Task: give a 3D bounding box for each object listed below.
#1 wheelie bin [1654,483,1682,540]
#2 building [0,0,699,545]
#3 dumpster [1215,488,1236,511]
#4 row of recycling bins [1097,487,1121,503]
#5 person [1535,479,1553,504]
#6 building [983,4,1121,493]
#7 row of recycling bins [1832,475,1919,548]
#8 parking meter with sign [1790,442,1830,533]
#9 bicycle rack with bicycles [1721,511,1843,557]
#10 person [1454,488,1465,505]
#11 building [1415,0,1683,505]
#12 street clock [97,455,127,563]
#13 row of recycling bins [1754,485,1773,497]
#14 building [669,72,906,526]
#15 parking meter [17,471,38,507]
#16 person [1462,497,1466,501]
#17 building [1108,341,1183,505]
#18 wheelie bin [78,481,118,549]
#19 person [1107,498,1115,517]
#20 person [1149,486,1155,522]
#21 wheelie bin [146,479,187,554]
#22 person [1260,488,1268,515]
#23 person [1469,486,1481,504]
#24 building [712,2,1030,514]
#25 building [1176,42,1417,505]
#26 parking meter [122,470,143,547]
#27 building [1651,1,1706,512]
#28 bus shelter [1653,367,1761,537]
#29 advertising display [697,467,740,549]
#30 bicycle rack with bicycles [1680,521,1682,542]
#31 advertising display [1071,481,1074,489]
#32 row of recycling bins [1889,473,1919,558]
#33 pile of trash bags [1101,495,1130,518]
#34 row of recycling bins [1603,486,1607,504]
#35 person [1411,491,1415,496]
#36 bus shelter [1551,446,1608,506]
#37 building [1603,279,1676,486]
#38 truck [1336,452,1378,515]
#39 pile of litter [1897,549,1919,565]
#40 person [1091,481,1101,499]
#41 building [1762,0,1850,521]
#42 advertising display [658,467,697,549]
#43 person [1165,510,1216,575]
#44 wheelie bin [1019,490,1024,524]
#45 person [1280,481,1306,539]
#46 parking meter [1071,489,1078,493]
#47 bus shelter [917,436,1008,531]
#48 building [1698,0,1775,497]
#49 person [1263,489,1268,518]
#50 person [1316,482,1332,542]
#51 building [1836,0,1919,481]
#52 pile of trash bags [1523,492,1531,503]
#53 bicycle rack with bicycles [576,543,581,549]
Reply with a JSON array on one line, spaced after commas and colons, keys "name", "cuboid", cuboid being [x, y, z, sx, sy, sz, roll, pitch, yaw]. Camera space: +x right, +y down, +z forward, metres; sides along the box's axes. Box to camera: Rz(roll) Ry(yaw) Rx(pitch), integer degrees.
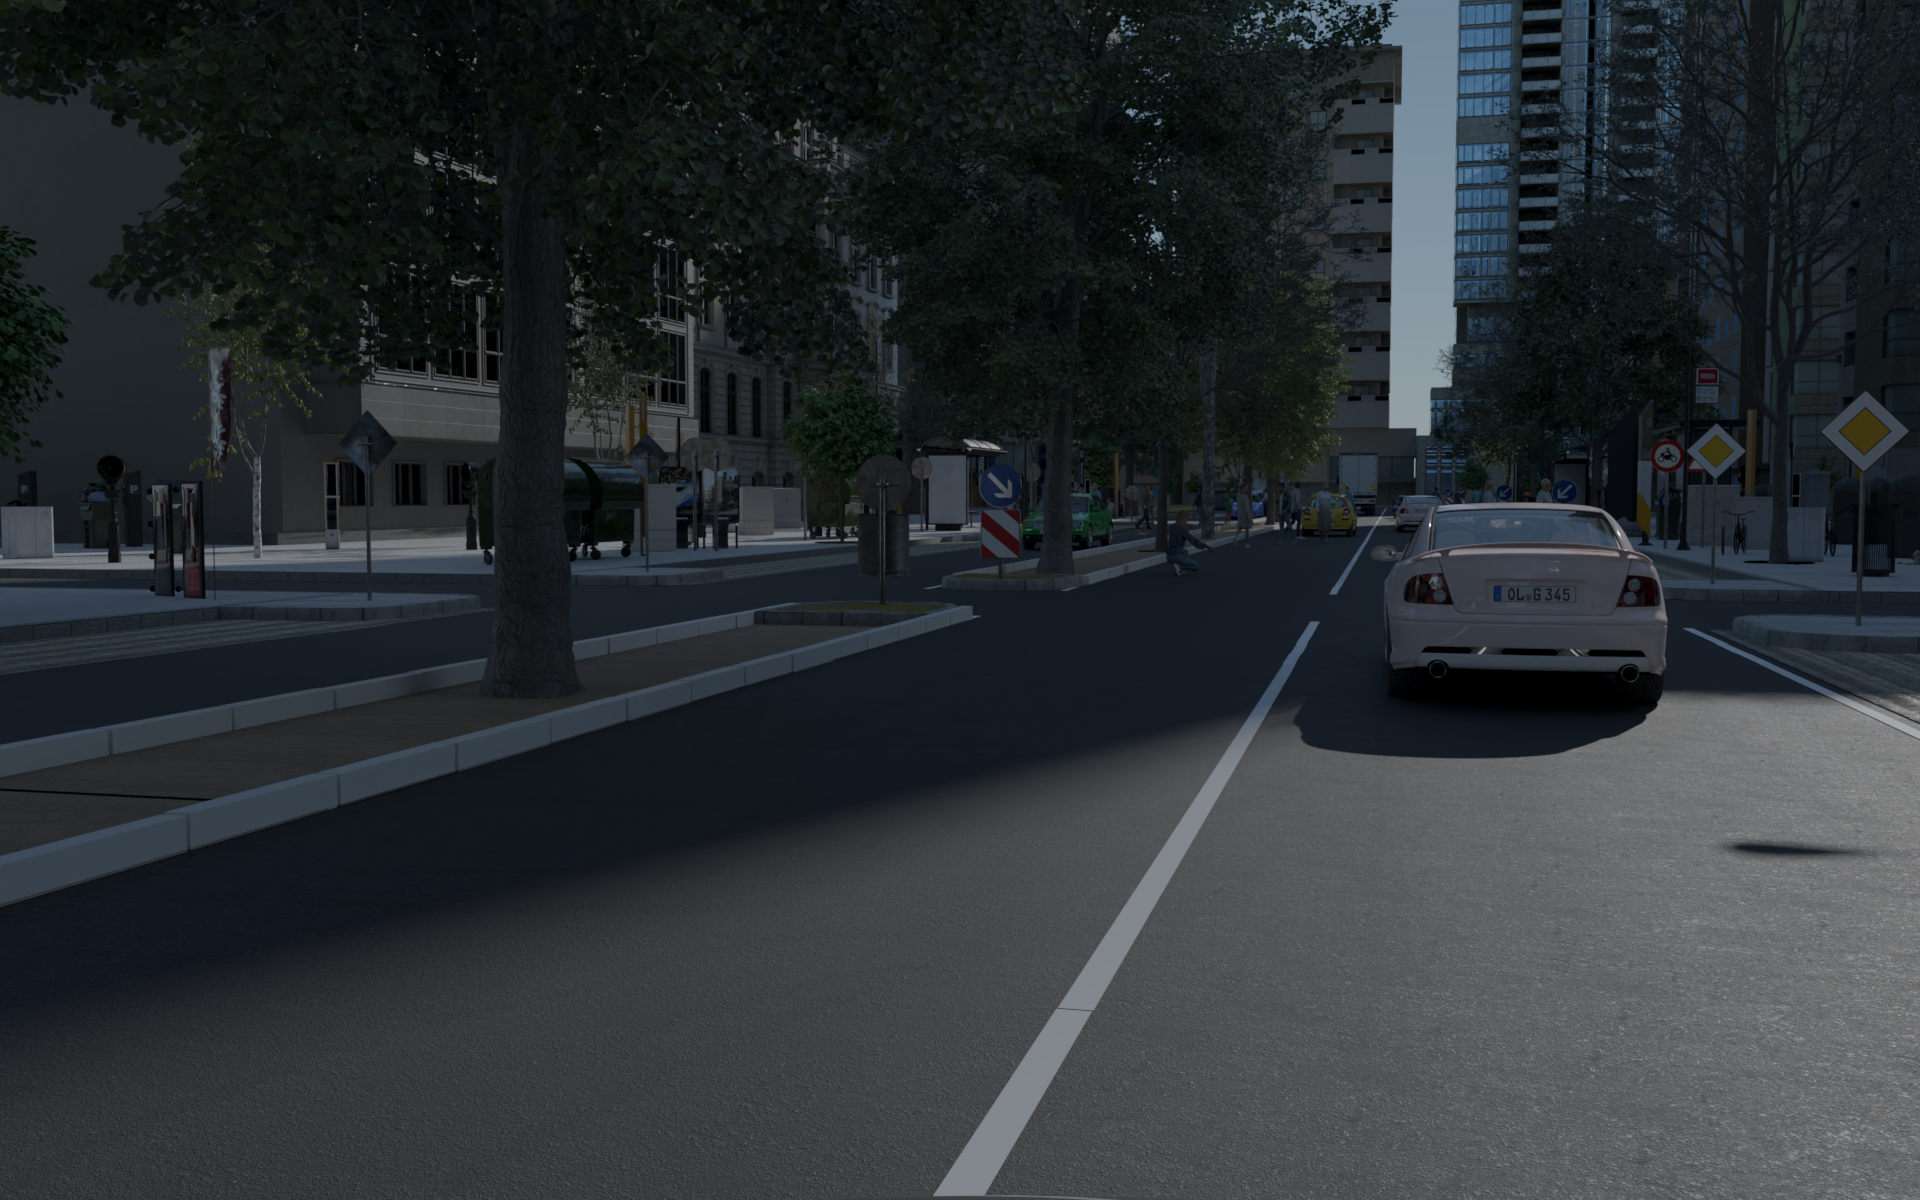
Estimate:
[{"name": "wheelie bin", "cuboid": [19.802, -2.476, 48.398, 0.693, 1.594, 0.980, 1, 4, 13]}, {"name": "building", "cuboid": [-19.322, -16.008, 55.239, 14.314, 27.812, 24.014, 1, 4, 14]}, {"name": "dumpster", "cuboid": [18.727, -7.043, 123.360, 1.865, 1.857, 1.264, 1, 4, 14]}, {"name": "row of recycling bins", "cuboid": [8.636, -5.763, 101.343, 1.069, 1.692, 3.534, 1, 4, 21]}, {"name": "person", "cuboid": [12.696, -1.762, 37.802, 0.515, 1.767, 0.782, 3, 4, 39]}, {"name": "building", "cuboid": [-0.436, -34.688, 156.393, 27.495, 52.752, 28.713, 1, 4, 14]}, {"name": "row of recycling bins", "cuboid": [23.899, -2.296, 44.654, 3.534, 1.692, 1.069, -2, 4, -28]}, {"name": "parking meter with sign", "cuboid": [28.690, -3.769, 57.878, 1.738, 3.016, 0.543, 2, 4, 29]}, {"name": "bicycle rack with bicycles", "cuboid": [17.369, -1.438, 36.901, 2.852, 0.926, 2.925, 2, 4, 24]}, {"name": "person", "cuboid": [28.712, -5.529, 99.354, 0.683, 1.767, 0.568, -1, 4, -21]}, {"name": "building", "cuboid": [67.770, -53.931, 194.445, 31.000, 86.520, 22.319, 1, 4, 14]}, {"name": "street clock", "cuboid": [-15.816, -1.699, 32.349, 0.471, 2.002, 0.358, -1, 4, -10]}, {"name": "row of recycling bins", "cuboid": [36.033, -4.293, 77.311, 1.069, 1.692, 3.534, 2, 4, 31]}, {"name": "building", "cuboid": [-12.577, -16.195, 83.867, 14.460, 24.649, 34.723, 1, 4, 14]}, {"name": "parking meter", "cuboid": [-23.371, -2.307, 43.427, 0.399, 1.863, 0.255, 1, 4, 11]}, {"name": "person", "cuboid": [50.289, -9.903, 173.672, 1.065, 1.426, 0.557, -2, 4, -31]}, {"name": "building", "cuboid": [12.796, -22.526, 213.342, 28.899, 21.520, 27.650, 1, 4, 14]}, {"name": "wheelie bin", "cuboid": [-20.297, -2.011, 40.790, 0.980, 1.594, 0.693, 2, 4, 35]}, {"name": "person", "cuboid": [6.678, -3.890, 76.787, 0.352, 1.250, 0.332, 0, 4, 1]}, {"name": "person", "cuboid": [8.875, -4.454, 81.527, 0.583, 1.804, 0.606, 1, 4, 11]}, {"name": "wheelie bin", "cuboid": [-17.062, -1.808, 37.461, 0.980, 1.594, 0.693, -1, 4, -9]}, {"name": "person", "cuboid": [20.599, -6.613, 116.614, 1.348, 1.826, 0.705, 1, 4, 12]}, {"name": "person", "cuboid": [23.683, -4.335, 79.392, 0.660, 1.820, 0.620, -1, 4, -15]}, {"name": "building", "cuboid": [-11.705, -26.164, 119.655, 32.217, 40.220, 23.993, 1, 4, 14]}, {"name": "building", "cuboid": [40.237, -37.717, 205.904, 27.495, 52.752, 28.713, 1, 4, 14]}, {"name": "parking meter", "cuboid": [-20.078, -2.220, 42.011, 0.399, 1.863, 0.255, -3, 5, -40]}, {"name": "building", "cuboid": [58.296, -41.409, 115.289, 20.563, 71.187, 20.611, 1, 4, 14]}, {"name": "bus shelter", "cuboid": [22.347, -4.590, 52.680, 2.179, 5.291, 8.768, 1, 4, 14]}, {"name": "advertising display", "cuboid": [-5.630, -2.166, 40.628, 0.974, 1.923, 0.123, -2, 4, -34]}, {"name": "bicycle rack with bicycles", "cuboid": [20.394, -1.980, 45.762, 2.852, 0.926, 2.925, -1, 4, -16]}, {"name": "advertising display", "cuboid": [5.312, -5.066, 88.048, 0.974, 1.923, 0.123, 1, 4, 12]}, {"name": "row of recycling bins", "cuboid": [20.273, -1.730, 35.403, 3.534, 1.692, 1.069, -2, 4, -27]}, {"name": "pile of trash bags", "cuboid": [8.302, -5.210, 94.931, 3.447, 1.369, 1.912, -3, 5, -42]}, {"name": "row of recycling bins", "cuboid": [33.515, -5.036, 89.447, 1.069, 1.692, 3.534, -2, 4, -32]}, {"name": "person", "cuboid": [40.774, -8.997, 156.310, 1.217, 1.735, 0.721, -3, 5, -40]}, {"name": "bus shelter", "cuboid": [26.550, -4.932, 74.554, 2.014, 3.302, 5.546, 1, 4, 14]}, {"name": "building", "cuboid": [67.680, -18.036, 139.930, 27.650, 21.520, 28.899, 1, 4, 14]}, {"name": "truck", "cuboid": [27.643, -8.049, 120.508, 2.839, 4.237, 11.283, 1, 4, 12]}, {"name": "pile of litter", "cuboid": [17.978, -1.079, 31.613, 1.719, 0.858, 1.176, 0, 4, 7]}, {"name": "person", "cuboid": [4.294, -2.812, 54.338, 0.748, 1.841, 0.638, 0, 4, -8]}, {"name": "building", "cuboid": [47.570, -24.557, 85.094, 14.154, 41.232, 14.086, 1, 4, 14]}, {"name": "advertising display", "cuboid": [-6.577, -2.167, 40.645, 0.974, 1.923, 0.123, -1, 4, -22]}, {"name": "person", "cuboid": [3.956, -1.032, 30.870, 0.738, 1.151, 1.012, -2, 4, -30]}, {"name": "wheelie bin", "cuboid": [2.456, -4.058, 74.251, 0.693, 1.594, 0.980, -1, 4, -17]}, {"name": "person", "cuboid": [10.589, -2.853, 55.000, 0.795, 1.843, 0.661, -1, 4, -10]}, {"name": "parking meter", "cuboid": [5.518, -4.575, 83.212, 0.372, 1.533, 0.369, 0, 3, 0]}, {"name": "bus shelter", "cuboid": [0.141, -4.212, 62.785, 2.014, 3.302, 5.546, 1, 4, 14]}, {"name": "building", "cuboid": [51.089, -27.457, 99.034, 14.600, 45.320, 14.200, 1, 4, 14]}, {"name": "person", "cuboid": [18.440, -5.831, 104.779, 0.436, 1.711, 0.756, 2, 4, 32]}, {"name": "person", "cuboid": [10.859, -2.628, 51.690, 0.478, 1.798, 0.641, 1, 4, 9]}, {"name": "building", "cuboid": [39.988, -17.817, 63.017, 14.160, 30.474, 14.107, 1, 4, 14]}, {"name": "pile of trash bags", "cuboid": [29.905, -4.837, 88.830, 1.912, 1.369, 3.447, -1, 4, -14]}, {"name": "bicycle rack with bicycles", "cuboid": [-9.753, -1.738, 41.799, 2.852, 0.926, 2.925, 0, 4, 3]}]
